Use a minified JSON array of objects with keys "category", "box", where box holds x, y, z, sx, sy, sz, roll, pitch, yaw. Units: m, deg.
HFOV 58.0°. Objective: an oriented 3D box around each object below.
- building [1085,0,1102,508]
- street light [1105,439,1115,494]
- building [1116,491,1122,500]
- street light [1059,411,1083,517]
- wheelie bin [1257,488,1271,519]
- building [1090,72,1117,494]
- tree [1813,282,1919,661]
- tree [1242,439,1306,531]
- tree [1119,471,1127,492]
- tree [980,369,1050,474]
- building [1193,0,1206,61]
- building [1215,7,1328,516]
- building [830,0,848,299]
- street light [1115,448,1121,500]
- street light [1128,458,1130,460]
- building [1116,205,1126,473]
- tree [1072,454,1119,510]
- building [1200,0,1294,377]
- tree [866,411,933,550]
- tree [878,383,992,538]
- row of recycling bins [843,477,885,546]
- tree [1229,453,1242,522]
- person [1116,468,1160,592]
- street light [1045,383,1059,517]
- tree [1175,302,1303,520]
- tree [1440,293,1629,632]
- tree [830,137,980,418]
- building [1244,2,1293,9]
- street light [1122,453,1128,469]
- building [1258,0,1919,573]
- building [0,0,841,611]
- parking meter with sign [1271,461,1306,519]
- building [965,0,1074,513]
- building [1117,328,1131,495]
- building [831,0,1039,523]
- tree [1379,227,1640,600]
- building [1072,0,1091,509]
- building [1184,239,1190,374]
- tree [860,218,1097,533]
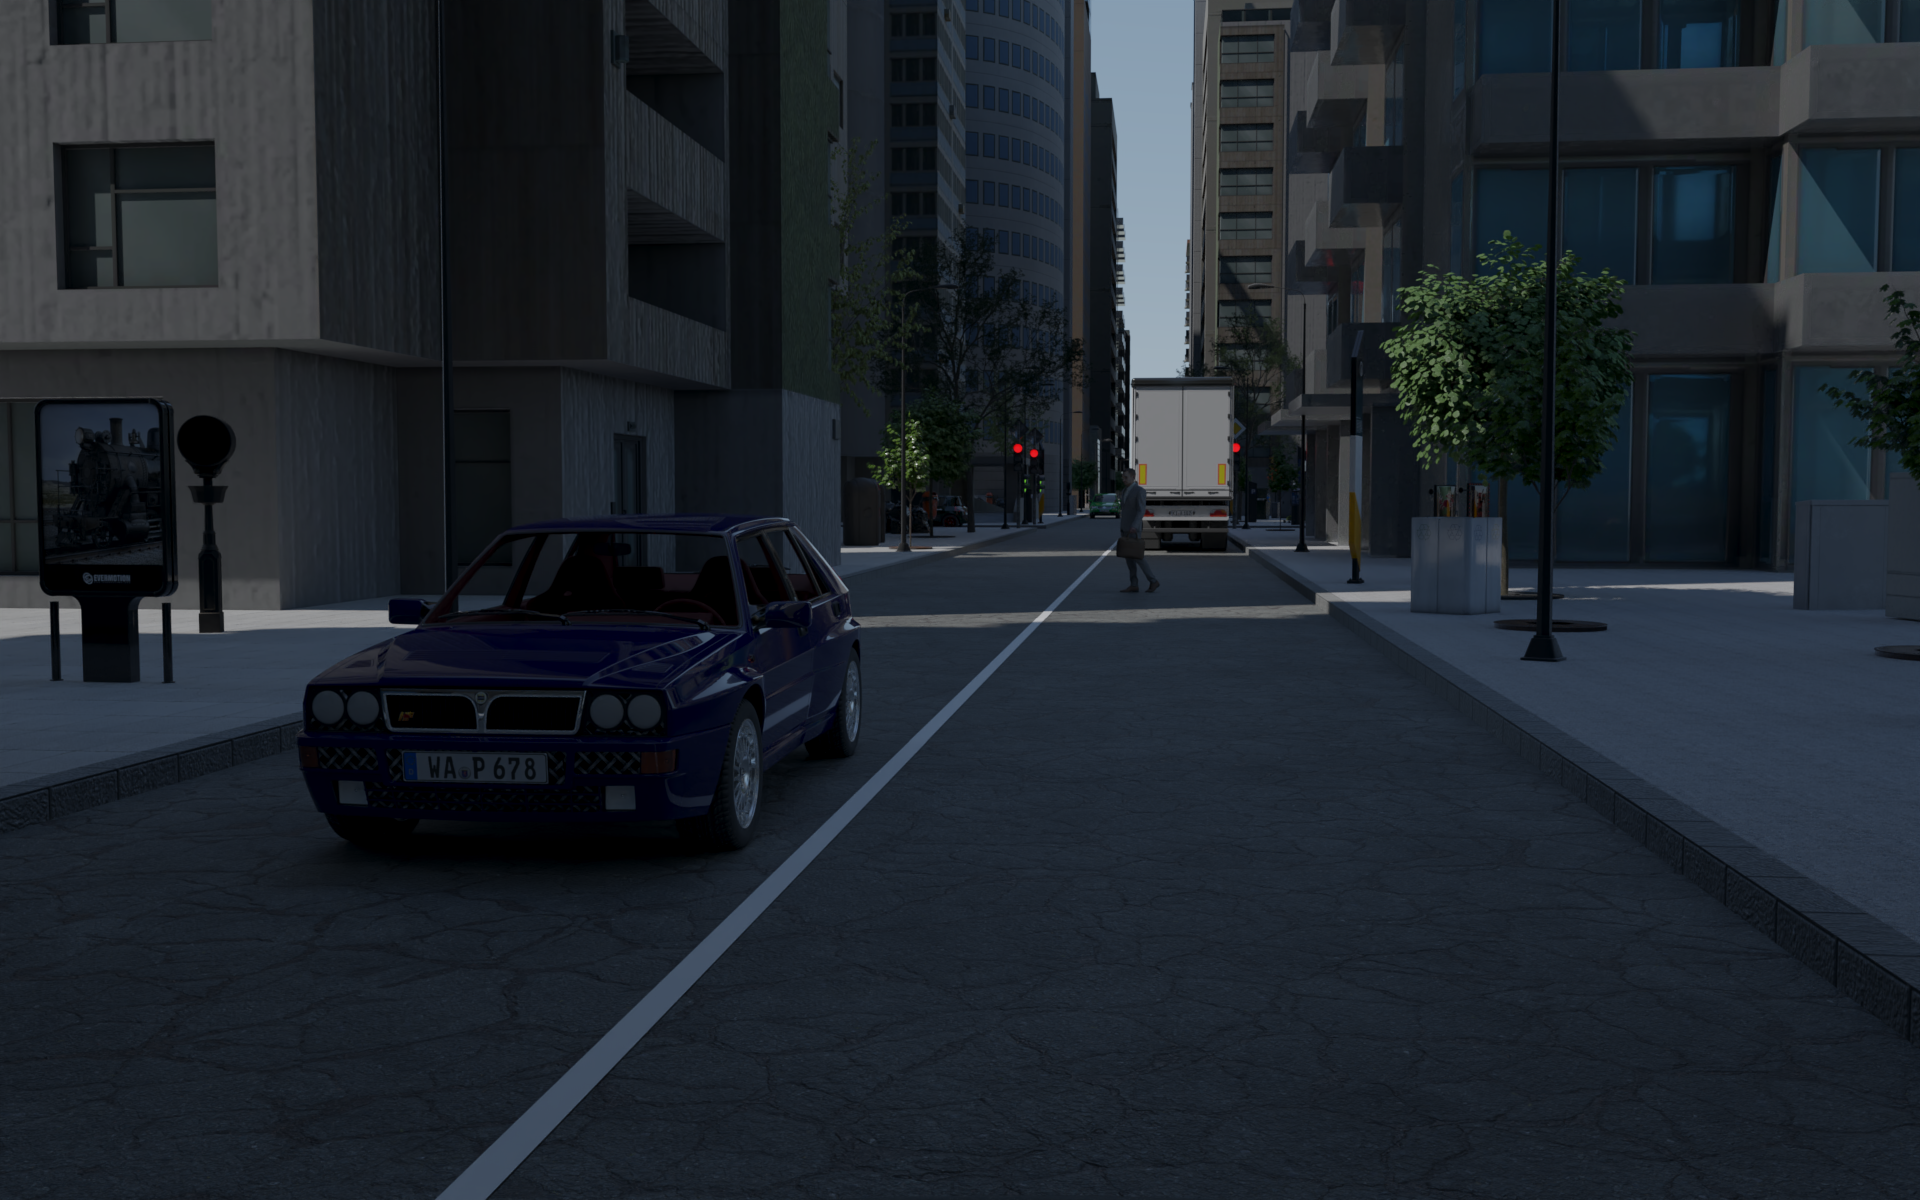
[{"category":"building","box":[3.656,-52.873,177.139,22.319,86.520,31.000,0,4,7]},{"category":"street light","box":[12.347,-10.765,148.551,1.470,5.913,1.316,0,4,7]},{"category":"building","box":[6.711,-33.827,244.951,32.217,40.220,23.993,0,4,7]},{"category":"street light","box":[6.160,-7.613,97.018,1.470,5.913,1.316,0,4,7]},{"category":"wheelie bin","box":[15.277,-4.869,87.520,0.980,1.594,0.693,2,4,33]},{"category":"building","box":[7.463,-35.510,204.283,21.300,48.544,21.600,0,4,7]},{"category":"tree","box":[7.786,-1.148,13.376,1.663,3.219,1.824,0,3,0]},{"category":"tree","box":[11.125,-4.016,60.270,1.663,3.219,1.824,0,3,0]},{"category":"tree","box":[19.671,-14.411,219.341,4.285,4.588,4.351,0,3,0]},{"category":"tree","box":[2.816,-9.115,99.389,4.737,8.622,4.395,0,3,0]},{"category":"building","box":[34.967,-39.145,182.023,21.231,58.520,28.212,0,4,7]},{"category":"building","box":[22.790,-20.488,106.676,14.160,30.474,14.107,0,4,7]},{"category":"building","box":[-18.659,-28.335,52.522,27.495,52.752,28.713,0,4,7]},{"category":"street light","box":[15.151,-12.261,173.008,1.470,5.913,1.316,0,4,7]},{"category":"street light","box":[21.969,-15.819,231.180,1.470,5.913,1.316,0,4,7]},{"category":"building","box":[14.557,-39.878,271.619,23.786,49.044,30.456,0,4,7]},{"category":"tree","box":[9.927,-9.668,141.778,4.285,4.588,4.351,0,3,0]},{"category":"building","box":[32.877,-32.646,157.460,21.300,48.544,21.600,0,4,7]},{"category":"tree","box":[-1.108,-2.803,40.437,1.663,3.219,1.824,0,3,0]},{"category":"tree","box":[-0.762,-4.132,51.267,4.285,4.588,4.351,0,3,0]},{"category":"row of recycling bins","box":[-2.476,-2.282,44.423,1.069,1.692,3.534,0,4,1]},{"category":"tree","box":[13.027,-5.222,79.983,1.663,3.219,1.824,0,3,0]},{"category":"person","box":[2.504,-1.015,25.223,0.853,1.813,0.709,-2,4,-32]},{"category":"street light","box":[3.261,-6.116,72.533,1.470,5.913,1.316,0,4,7]},{"category":"tree","box":[13.758,-9.226,85.261,8.767,10.594,7.601,0,4,7]},{"category":"tree","box":[5.709,-1.345,16.589,1.663,3.219,1.824,0,3,0]},{"category":"tree","box":[-2.832,-5.152,34.591,4.737,8.622,4.395,0,3,0]},{"category":"building","box":[33.600,-26.936,132.290,32.217,40.220,23.993,0,4,7]},{"category":"street light","box":[18.115,-13.773,197.735,1.470,5.913,1.316,0,4,7]},{"category":"building","box":[19.619,-25.724,40.195,23.786,49.044,30.456,0,4,7]},{"category":"building","box":[-9.930,-15.457,24.418,14.160,30.474,14.107,0,4,7]},{"category":"parking meter with sign","box":[17.225,-5.792,90.961,1.738,3.016,0.543,2,4,32]},{"category":"building","box":[-3.289,-35.448,121.577,21.231,58.520,28.212,0,4,7]},{"category":"building","box":[21.705,-31.957,294.198,14.160,30.474,14.107,0,4,7]},{"category":"building","box":[-12.613,-24.055,85.175,32.217,40.220,23.993,0,4,7]},{"category":"tree","box":[6.864,-2.317,21.591,4.285,4.588,4.351,0,3,0]},{"category":"building","box":[4.475,-30.916,155.584,14.600,45.320,14.200,0,4,7]},{"category":"building","box":[48.506,-38.764,288.409,22.147,44.769,28.867,0,4,7]},{"category":"tree","box":[0.462,-7.546,57.788,8.767,10.594,7.601,1,4,10]}]
